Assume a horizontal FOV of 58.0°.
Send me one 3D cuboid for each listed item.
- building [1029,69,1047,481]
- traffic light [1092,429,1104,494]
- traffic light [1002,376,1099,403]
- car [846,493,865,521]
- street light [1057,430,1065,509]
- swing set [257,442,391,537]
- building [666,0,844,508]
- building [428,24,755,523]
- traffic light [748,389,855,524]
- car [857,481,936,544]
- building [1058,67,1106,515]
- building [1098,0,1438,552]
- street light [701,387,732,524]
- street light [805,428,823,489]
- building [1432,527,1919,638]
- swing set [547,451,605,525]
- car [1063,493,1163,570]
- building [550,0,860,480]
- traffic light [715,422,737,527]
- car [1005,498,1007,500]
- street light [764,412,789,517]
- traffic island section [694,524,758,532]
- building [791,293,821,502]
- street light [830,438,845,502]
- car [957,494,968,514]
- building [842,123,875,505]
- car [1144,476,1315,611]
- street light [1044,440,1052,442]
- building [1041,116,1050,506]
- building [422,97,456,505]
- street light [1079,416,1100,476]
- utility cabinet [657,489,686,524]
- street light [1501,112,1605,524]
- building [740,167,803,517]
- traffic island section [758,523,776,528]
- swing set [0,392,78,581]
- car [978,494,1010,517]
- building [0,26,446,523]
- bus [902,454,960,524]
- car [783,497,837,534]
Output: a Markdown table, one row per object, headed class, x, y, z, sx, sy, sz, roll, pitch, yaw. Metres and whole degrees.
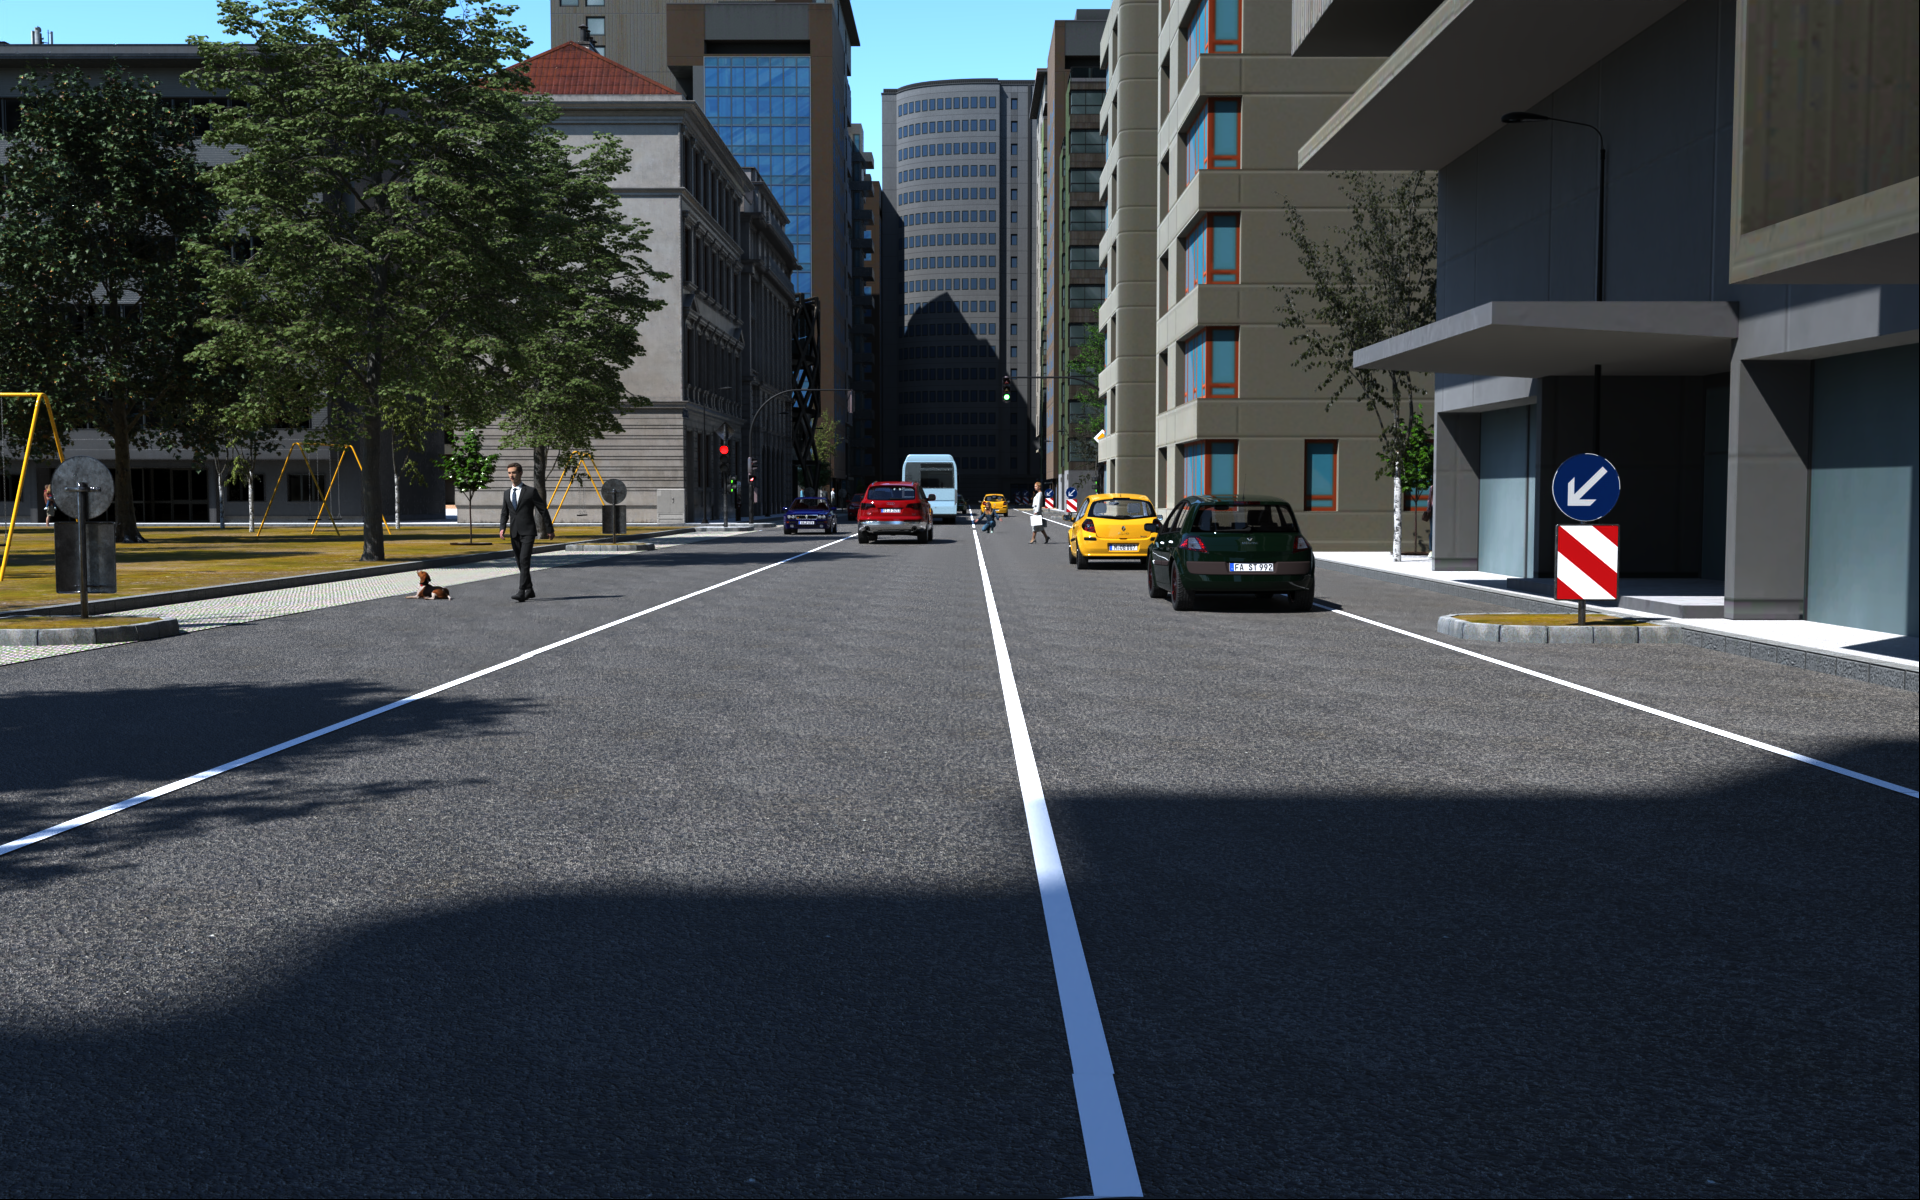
| class | x | y | z | sx | sy | sz | roll | pitch | yaw |
| --- | --- | --- | --- | --- | --- | --- | --- | --- | --- |
| building | 23.245 | -38.061 | 211.528 | 28.713 | 52.752 | 27.495 | 0 | 4 | 0 |
| traffic light | 6.134 | -5.262 | 74.947 | 0.839 | 4.253 | 0.868 | 0 | 4 | 0 |
| traffic light | 4.011 | -5.637 | 66.829 | 4.771 | 5.953 | 1.251 | 0 | 4 | 0 |
| car | -5.153 | -5.249 | 94.854 | 2.155 | 1.783 | 4.494 | 0 | 4 | 1 |
| street light | 7.762 | -9.397 | 126.179 | 1.470 | 5.913 | 1.316 | 0 | 4 | 0 |
| swing set | -19.761 | -3.451 | 54.043 | 2.862 | 2.851 | 3.119 | 1 | 4 | 13 |
| building | -17.828 | -30.987 | 156.745 | 14.600 | 45.320 | 14.200 | 0 | 4 | 0 |
| building | -17.089 | -15.226 | 85.098 | 11.583 | 22.565 | 21.152 | 0 | 4 | 0 |
| traffic light | -6.935 | -6.138 | 75.017 | 4.771 | 5.953 | 1.251 | 0 | 4 | 0 |
| car | -1.889 | -2.626 | 51.609 | 2.281 | 1.827 | 5.304 | 0 | 4 | 2 |
| building | 14.237 | -21.355 | 120.850 | 14.160 | 30.474 | 14.107 | 0 | 4 | 0 |
| building | 19.132 | -12.673 | 52.244 | 27.650 | 21.520 | 28.899 | 0 | 4 | 0 |
| street light | -10.566 | -6.284 | 75.278 | 1.470 | 5.913 | 1.316 | 0 | 4 | 0 |
| street light | -10.244 | -9.080 | 121.002 | 1.470 | 5.913 | 1.316 | 0 | 4 | 0 |
| building | 18.935 | -26.050 | 15.162 | 28.713 | 52.752 | 27.495 | 0 | 4 | 0 |
| swing set | -14.102 | -4.101 | 64.679 | 2.862 | 2.851 | 3.119 | 0 | 4 | -4 |
| car | 3.071 | -1.473 | 34.315 | 2.015 | 1.641 | 3.980 | 0 | 4 | 0 |
| building | -25.184 | -35.970 | 177.355 | 28.713 | 52.752 | 27.495 | 0 | 4 | 0 |
| traffic light | -9.058 | -4.776 | 67.005 | 0.839 | 4.253 | 0.868 | 0 | 4 | 0 |
| car | 3.532 | -9.607 | 167.303 | 2.015 | 1.641 | 3.980 | 0 | 4 | 2 |
| street light | -10.376 | -7.682 | 98.140 | 1.470 | 5.913 | 1.316 | 0 | 4 | 0 |
| traffic island section | -9.098 | -2.744 | 67.140 | 2.009 | 0.180 | 2.903 | 0 | 4 | 0 |
| building | -18.863 | -15.953 | 128.287 | 16.820 | 18.784 | 16.811 | 0 | 4 | 0 |
| street light | -10.232 | -10.479 | 143.865 | 1.470 | 5.913 | 1.316 | 0 | 4 | 0 |
| car | -0.459 | -6.973 | 125.805 | 2.131 | 1.459 | 4.920 | 0 | 4 | 2 |
| building | -25.984 | -36.282 | 212.825 | 30.456 | 49.044 | 23.786 | 0 | 4 | 0 |
| car | 3.469 | -0.788 | 22.663 | 2.009 | 1.686 | 4.222 | 0 | 3 | 0 |
| street light | 7.989 | -10.859 | 150.087 | 1.470 | 5.913 | 1.316 | 0 | 4 | 0 |
| building | 15.861 | -31.003 | 190.498 | 14.154 | 41.232 | 14.086 | 0 | 4 | 0 |
| building | -66.567 | -36.138 | 214.554 | 21.600 | 48.544 | 21.300 | 0 | 4 | 0 |
| street light | 7.738 | -7.969 | 102.836 | 1.470 | 5.913 | 1.316 | 0 | 4 | 0 |
| utility cabinet | -12.357 | -4.000 | 74.085 | 1.173 | 1.500 | 0.318 | 0 | 4 | -1 |
| street light | 7.275 | -2.977 | 21.219 | 1.470 | 5.913 | 1.316 | 0 | 4 | 0 |
| building | -17.501 | -16.267 | 107.761 | 13.314 | 21.916 | 24.055 | 0 | 4 | 0 |
| traffic island section | -9.067 | -3.232 | 75.125 | 2.009 | 0.180 | 2.903 | 0 | 4 | 0 |
| swing set | -15.690 | -1.784 | 26.791 | 3.119 | 2.851 | 2.862 | 0 | 4 | -1 |
| car | 2.183 | -6.122 | 110.322 | 2.015 | 1.641 | 3.980 | 0 | 4 | 0 |
| building | -41.560 | -16.077 | 81.921 | 30.058 | 24.678 | 14.314 | 0 | 4 | 0 |
| bus | -1.452 | -5.628 | 86.870 | 2.948 | 3.499 | 13.247 | 0 | 4 | 0 |
| car | -5.396 | -3.063 | 62.652 | 1.945 | 1.354 | 3.894 | 0 | 4 | 0 |
